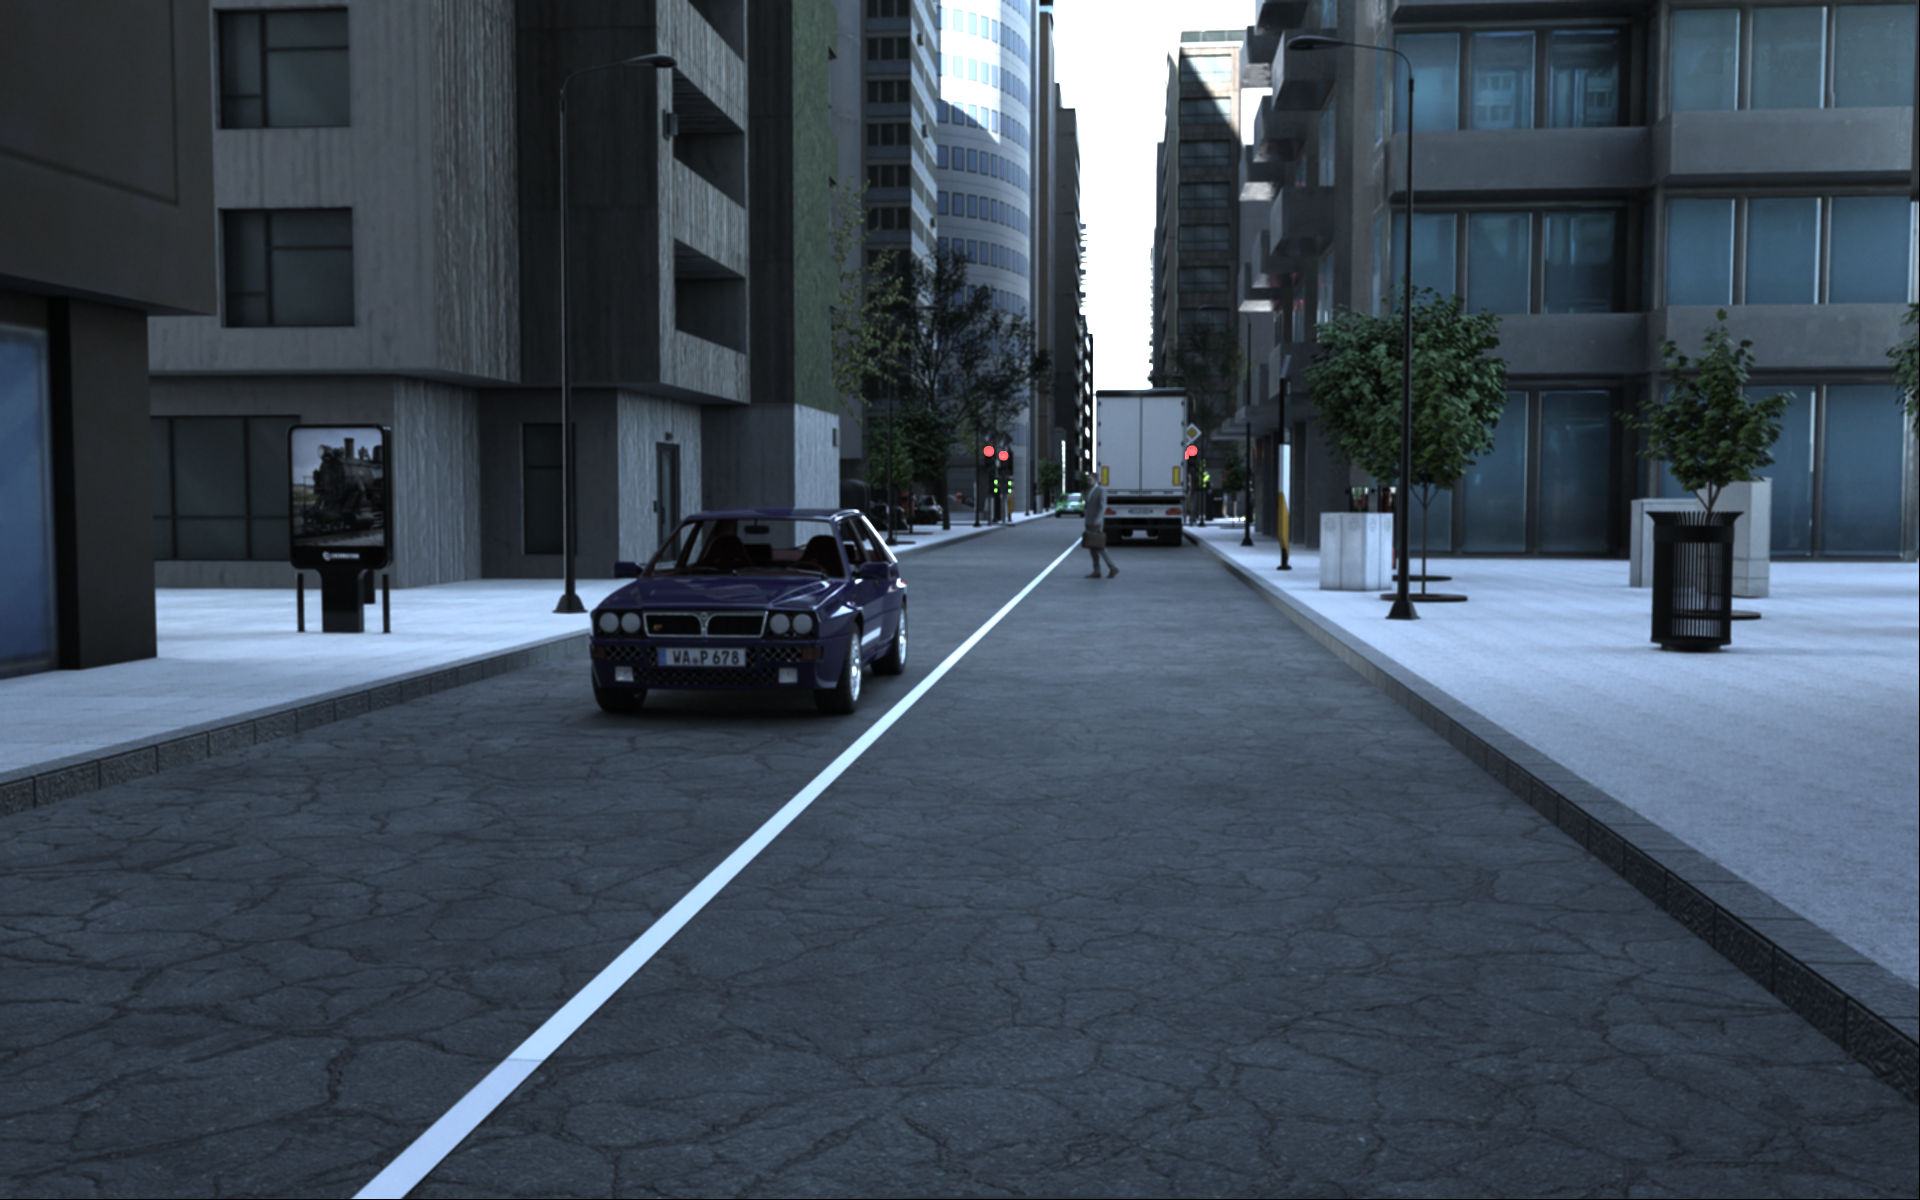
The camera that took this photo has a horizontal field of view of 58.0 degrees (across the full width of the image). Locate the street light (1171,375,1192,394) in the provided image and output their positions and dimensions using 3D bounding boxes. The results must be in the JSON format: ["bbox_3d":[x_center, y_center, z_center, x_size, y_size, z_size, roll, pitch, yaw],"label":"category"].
[{"bbox_3d":[8.919,-5.811,67.553,1.470,5.913,1.316,0,4,6],"label":"street light"}]

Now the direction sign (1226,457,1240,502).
[{"bbox_3d":[16.527,-6.909,104.958,0.876,3.537,0.379,-1,4,-13],"label":"direction sign"}]

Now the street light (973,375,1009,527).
[{"bbox_3d":[1.217,-5.800,67.377,1.470,5.913,1.316,0,4,6],"label":"street light"}]

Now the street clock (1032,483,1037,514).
[{"bbox_3d":[4.729,-6.405,109.288,0.358,2.002,0.471,0,4,4],"label":"street clock"}]

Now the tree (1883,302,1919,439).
[{"bbox_3d":[13.692,-2.351,22.159,4.285,4.588,4.351,0,3,0],"label":"tree"}]

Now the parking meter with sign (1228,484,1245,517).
[{"bbox_3d":[15.676,-6.078,95.637,1.738,3.016,0.543,2,4,31],"label":"parking meter with sign"}]

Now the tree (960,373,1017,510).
[{"bbox_3d":[1.094,-9.383,103.768,4.737,8.622,4.395,0,3,0],"label":"tree"}]

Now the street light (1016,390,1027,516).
[{"bbox_3d":[2.091,-6.385,76.928,1.470,5.913,1.316,0,4,6],"label":"street light"}]

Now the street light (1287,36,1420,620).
[{"bbox_3d":[4.021,-2.762,17.707,1.470,5.913,1.316,0,4,6],"label":"street light"}]

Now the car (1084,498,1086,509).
[{"bbox_3d":[13.018,-9.511,167.510,2.014,1.417,4.499,0,4,8],"label":"car"}]

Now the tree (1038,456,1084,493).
[{"bbox_3d":[7.336,-9.944,146.295,4.285,4.588,4.351,0,3,0],"label":"tree"}]

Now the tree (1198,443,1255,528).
[{"bbox_3d":[10.207,-4.295,64.828,1.663,3.219,1.824,0,3,0],"label":"tree"}]

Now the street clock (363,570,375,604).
[{"bbox_3d":[-6.948,-0.956,20.208,0.471,2.002,0.358,-1,4,-13],"label":"street clock"}]

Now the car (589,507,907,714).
[{"bbox_3d":[-1.415,0.000,12.581,1.945,1.354,3.894,0,4,5],"label":"car"}]

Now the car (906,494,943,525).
[{"bbox_3d":[-2.730,-3.846,72.663,4.222,1.686,2.009,0,4,6],"label":"car"}]

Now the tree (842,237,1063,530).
[{"bbox_3d":[-0.407,-7.811,62.129,8.767,10.594,7.601,1,4,9],"label":"tree"}]

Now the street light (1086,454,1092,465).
[{"bbox_3d":[14.374,-14.059,202.406,1.470,5.913,1.316,0,4,6],"label":"street light"}]

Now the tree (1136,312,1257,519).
[{"bbox_3d":[12.322,-9.508,89.867,8.767,10.594,7.601,0,4,6],"label":"tree"}]

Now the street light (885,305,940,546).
[{"bbox_3d":[-1.188,-4.295,42.758,1.470,5.913,1.316,0,4,6],"label":"street light"}]

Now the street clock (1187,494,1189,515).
[{"bbox_3d":[13.831,-6.122,104.662,0.471,2.002,0.358,2,4,34],"label":"street clock"}]

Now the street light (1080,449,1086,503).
[{"bbox_3d":[11.917,-12.543,177.625,1.470,5.913,1.316,0,4,6],"label":"street light"}]

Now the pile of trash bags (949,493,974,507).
[{"bbox_3d":[-0.064,-6.083,109.207,1.912,1.369,3.447,0,4,-2],"label":"pile of trash bags"}]

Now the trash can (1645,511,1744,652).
[{"bbox_3d":[6.010,-0.157,14.215,0.748,1.137,0.748,0,3,0],"label":"trash can"}]

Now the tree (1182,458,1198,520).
[{"bbox_3d":[11.704,-5.503,84.575,1.663,3.219,1.824,0,3,0],"label":"tree"}]

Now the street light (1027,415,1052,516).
[{"bbox_3d":[4.488,-7.885,101.466,1.470,5.913,1.316,0,4,6],"label":"street light"}]

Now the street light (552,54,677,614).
[{"bbox_3d":[-3.684,-2.812,18.517,1.470,5.913,1.316,0,4,6],"label":"street light"}]

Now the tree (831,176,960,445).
[{"bbox_3d":[-3.223,-5.413,38.869,4.737,8.622,4.395,0,3,0],"label":"tree"}]

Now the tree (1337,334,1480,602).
[{"bbox_3d":[5.688,-1.617,21.046,1.663,3.219,1.824,0,3,0],"label":"tree"}]

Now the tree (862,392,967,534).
[{"bbox_3d":[-1.494,-4.396,55.583,4.285,4.588,4.351,0,3,0],"label":"tree"}]

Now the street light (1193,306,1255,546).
[{"bbox_3d":[6.578,-4.296,42.788,1.470,5.913,1.316,0,4,6],"label":"street light"}]

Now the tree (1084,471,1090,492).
[{"bbox_3d":[15.487,-14.699,224.040,4.285,4.588,4.351,0,3,0],"label":"tree"}]

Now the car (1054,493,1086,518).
[{"bbox_3d":[6.802,-5.988,106.706,1.959,1.807,4.718,0,4,5],"label":"car"}]

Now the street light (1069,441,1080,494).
[{"bbox_3d":[9.616,-11.044,153.115,1.470,5.913,1.316,0,4,6],"label":"street light"}]

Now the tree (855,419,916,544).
[{"bbox_3d":[-1.617,-3.067,44.749,1.663,3.219,1.824,0,3,0],"label":"tree"}]

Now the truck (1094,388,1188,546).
[{"bbox_3d":[5.366,-3.835,51.616,2.839,4.237,11.283,0,4,6],"label":"truck"}]

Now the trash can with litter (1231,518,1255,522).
[{"bbox_3d":[13.732,-4.279,81.024,2.233,1.210,1.678,2,4,26],"label":"trash can with litter"}]

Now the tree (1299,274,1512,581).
[{"bbox_3d":[6.739,-2.591,26.070,4.285,4.588,4.351,0,3,0],"label":"tree"}]

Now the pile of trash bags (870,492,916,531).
[{"bbox_3d":[-2.614,-3.139,61.082,1.912,1.369,3.447,2,4,31],"label":"pile of trash bags"}]

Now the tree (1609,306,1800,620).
[{"bbox_3d":[7.830,-1.423,17.876,1.663,3.219,1.824,0,3,0],"label":"tree"}]

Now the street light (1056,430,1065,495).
[{"bbox_3d":[6.915,-9.417,126.503,1.470,5.913,1.316,0,4,6],"label":"street light"}]
